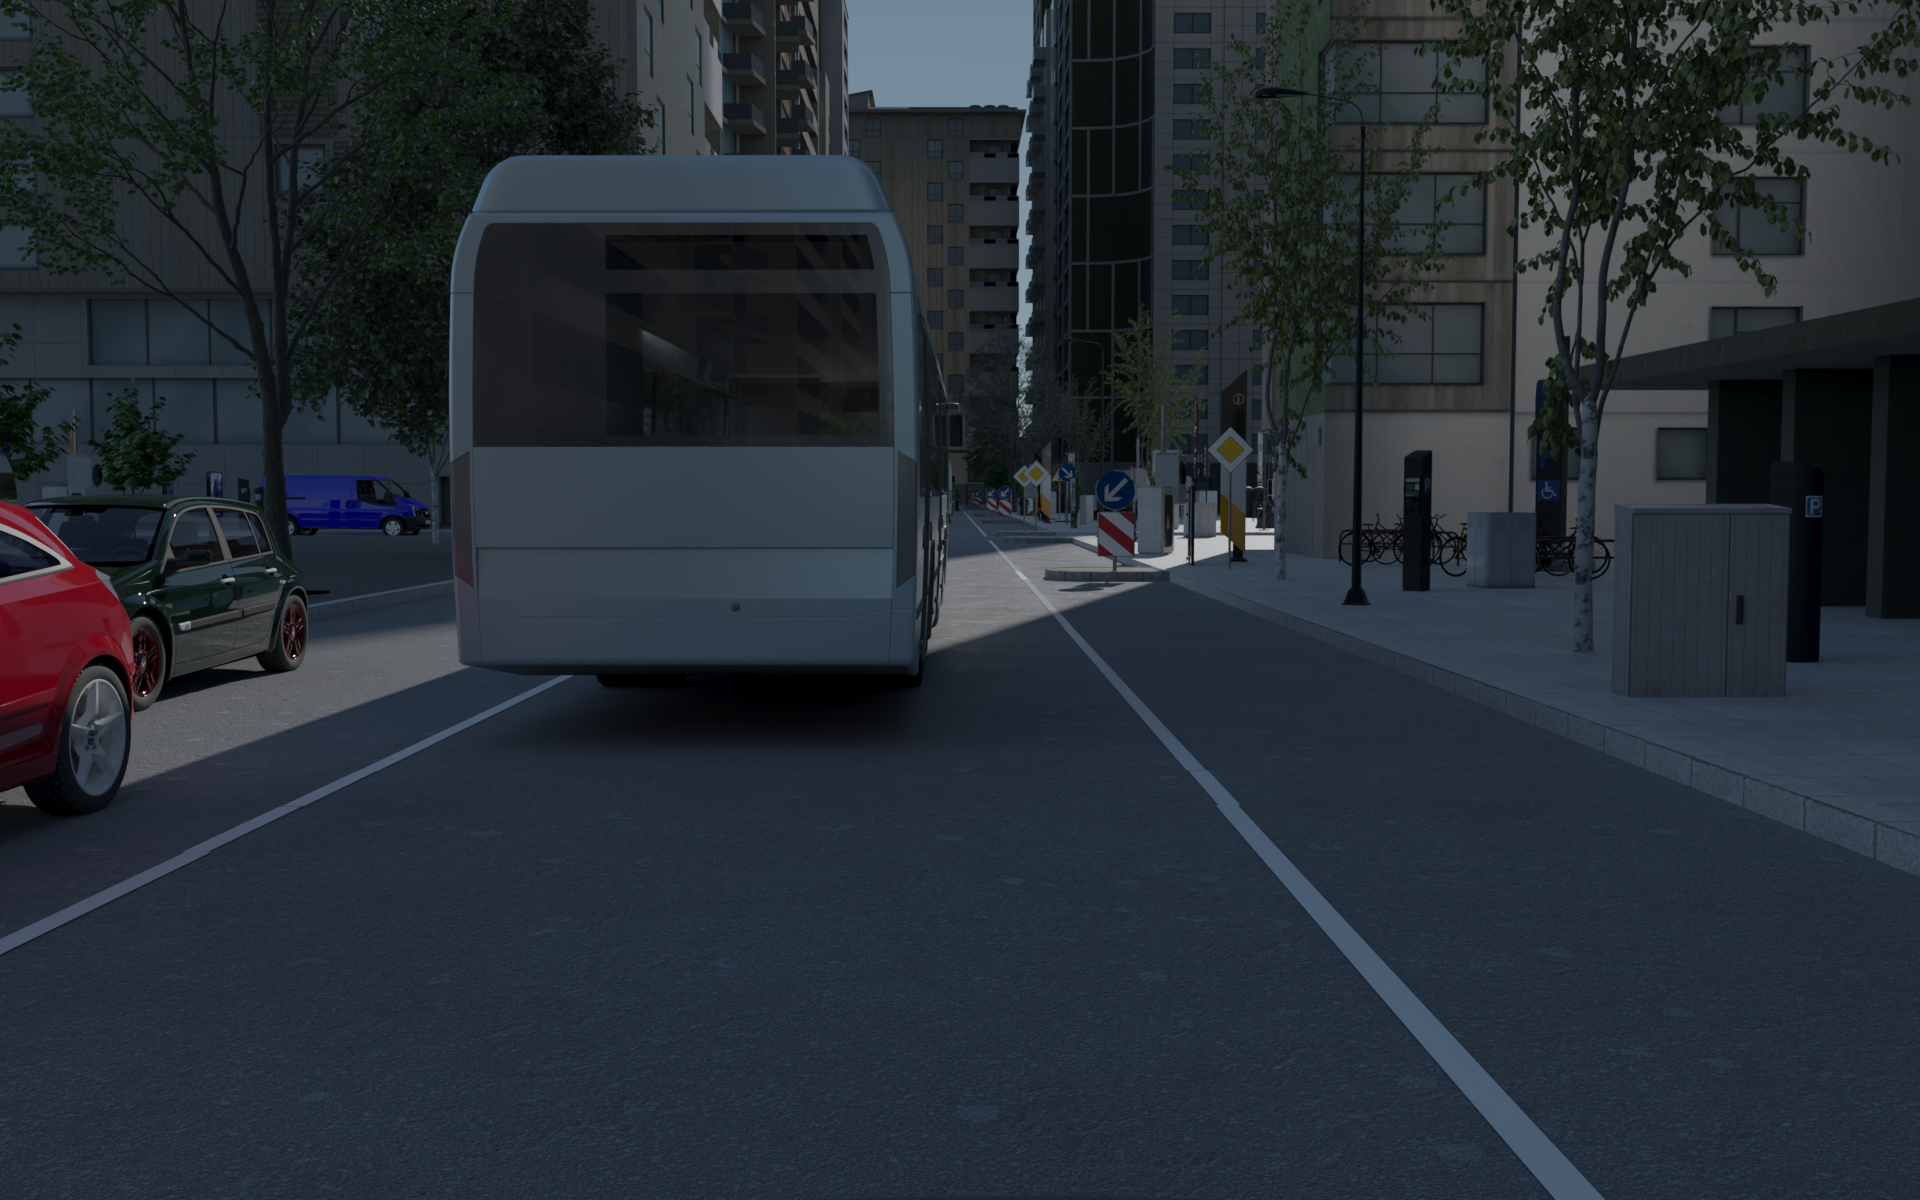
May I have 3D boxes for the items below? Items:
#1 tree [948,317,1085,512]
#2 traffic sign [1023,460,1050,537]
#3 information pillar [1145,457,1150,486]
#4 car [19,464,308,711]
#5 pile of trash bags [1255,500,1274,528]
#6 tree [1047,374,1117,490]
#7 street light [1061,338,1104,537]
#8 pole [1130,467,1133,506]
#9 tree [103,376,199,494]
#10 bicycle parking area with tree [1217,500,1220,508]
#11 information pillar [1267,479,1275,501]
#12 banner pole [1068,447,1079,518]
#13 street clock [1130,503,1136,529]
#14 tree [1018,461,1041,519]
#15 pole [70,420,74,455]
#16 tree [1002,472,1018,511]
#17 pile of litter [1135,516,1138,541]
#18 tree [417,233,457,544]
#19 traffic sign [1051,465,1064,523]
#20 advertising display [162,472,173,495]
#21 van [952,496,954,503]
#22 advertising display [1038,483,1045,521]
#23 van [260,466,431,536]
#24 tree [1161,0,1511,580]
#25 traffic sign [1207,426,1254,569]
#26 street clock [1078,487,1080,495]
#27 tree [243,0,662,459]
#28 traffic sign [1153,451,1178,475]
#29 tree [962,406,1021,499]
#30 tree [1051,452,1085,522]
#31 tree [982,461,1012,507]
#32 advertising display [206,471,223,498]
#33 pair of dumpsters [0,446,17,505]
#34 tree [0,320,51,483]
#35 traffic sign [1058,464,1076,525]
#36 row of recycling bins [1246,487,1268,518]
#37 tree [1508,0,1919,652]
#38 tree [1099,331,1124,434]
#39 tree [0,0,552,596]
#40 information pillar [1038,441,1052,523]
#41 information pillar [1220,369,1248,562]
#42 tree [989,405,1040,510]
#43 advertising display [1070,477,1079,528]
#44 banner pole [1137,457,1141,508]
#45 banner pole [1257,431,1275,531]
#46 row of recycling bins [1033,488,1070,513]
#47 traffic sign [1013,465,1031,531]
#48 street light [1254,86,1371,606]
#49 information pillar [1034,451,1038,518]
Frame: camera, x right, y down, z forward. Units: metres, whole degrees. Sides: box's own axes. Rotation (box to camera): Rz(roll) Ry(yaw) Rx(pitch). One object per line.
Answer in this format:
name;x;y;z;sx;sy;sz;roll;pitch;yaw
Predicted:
tree;3.673;-12.883;121.014;12.009;13.543;11.850;0;3;0
traffic sign;2.275;-2.938;51.678;0.795;2.450;0.064;0;4;0
information pillar;11.975;-7.297;110.661;0.183;3.616;0.504;2;4;33
car;-6.232;-0.175;12.640;2.009;1.686;4.222;0;3;0
pile of trash bags;12.689;-3.457;66.280;1.912;1.369;3.447;2;4;32
tree;7.448;-9.578;106.968;4.360;8.622;3.978;0;3;0
street light;3.700;-4.838;51.638;1.470;5.913;1.316;0;4;0
pole;12.907;-8.360;130.529;0.158;3.312;0.155;0;3;0
tree;-13.531;-2.061;28.301;1.663;3.219;1.824;0;3;0
bicycle parking area with tree;20.810;-7.771;114.058;8.231;4.147;9.016;2;4;23
information pillar;15.493;-4.994;86.145;0.304;2.012;0.304;3;5;41
banner pole;6.041;-6.226;91.806;0.863;3.779;0.401;-2;4;-34
street clock;6.377;-3.629;63.897;0.358;2.002;0.471;-2;4;-27
tree;4.264;-5.696;87.723;1.663;3.219;1.824;0;3;0
pole;-24.403;-3.298;47.772;0.158;3.312;0.155;0;3;0
tree;4.095;-8.292;130.178;1.663;3.219;1.824;0;3;0
pile of litter;4.838;-2.062;47.675;1.176;0.858;1.719;2;4;35
tree;-13.349;-5.754;44.443;4.737;8.622;4.395;0;3;0
traffic sign;4.437;-4.729;77.316;0.884;2.594;0.081;0;4;5
advertising display;-20.036;-2.361;43.822;0.123;1.923;0.974;-1;4;-17
van;-1.680;-11.037;187.466;2.013;2.044;4.112;0;4;-2
advertising display;3.938;-4.663;81.453;0.123;1.923;0.974;2;4;29
van;-19.907;-3.172;56.253;5.245;2.365;2.240;0;4;-1
tree;5.062;-4.616;25.833;4.737;8.622;4.395;0;3;0
traffic sign;4.625;-1.743;29.684;0.795;2.450;0.064;1;4;8
street clock;7.477;-6.501;110.855;0.471;2.002;0.358;0;4;-3
tree;-9.523;-7.226;35.159;9.611;12.733;9.660;0;3;0
traffic sign;4.785;-2.337;40.334;0.606;2.300;0.079;0;4;2
tree;4.018;-18.015;212.673;7.486;12.596;7.792;0;3;0
tree;4.946;-5.180;79.288;1.663;3.219;1.824;0;3;0
tree;3.876;-11.591;173.219;4.285;4.588;4.351;0;3;0
advertising display;-21.291;-2.709;49.501;0.123;1.923;0.974;0;4;-4
pair of dumpsters;-8.400;-0.577;11.921;1.574;2.255;4.437;0;4;0
tree;-9.351;-1.315;16.094;1.663;3.219;1.824;0;3;0
traffic sign;4.505;-4.449;72.851;0.768;2.556;0.104;0;4;1
row of recycling bins;16.714;-5.337;94.370;1.069;1.692;3.534;-3;5;-41
tree;5.310;-3.887;13.918;4.737;8.622;4.395;0;3;0
tree;7.578;-7.188;67.887;4.737;8.622;4.395;0;3;0
tree;-8.784;-5.880;21.893;9.928;11.665;9.643;0;3;0
information pillar;3.779;-5.173;75.927;0.504;3.616;0.183;-2;4;-31
information pillar;5.185;-2.531;32.729;0.504;3.616;0.183;1;4;18
tree;4.266;-11.393;136.642;4.360;8.622;3.978;0;3;0
advertising display;4.280;-3.656;64.993;0.123;1.923;0.974;-1;4;-9
banner pole;10.684;-6.948;103.624;0.401;3.779;0.863;-1;4;-11
banner pole;10.595;-4.328;60.776;0.401;3.779;0.863;2;4;33
row of recycling bins;6.352;-6.669;116.145;3.534;1.692;1.069;2;4;35
traffic sign;2.220;-3.426;59.663;0.795;2.450;0.064;0;4;0
street light;4.055;-2.897;19.915;1.470;5.913;1.316;0;4;0
information pillar;4.290;-6.309;94.503;0.504;3.616;0.183;2;4;34
